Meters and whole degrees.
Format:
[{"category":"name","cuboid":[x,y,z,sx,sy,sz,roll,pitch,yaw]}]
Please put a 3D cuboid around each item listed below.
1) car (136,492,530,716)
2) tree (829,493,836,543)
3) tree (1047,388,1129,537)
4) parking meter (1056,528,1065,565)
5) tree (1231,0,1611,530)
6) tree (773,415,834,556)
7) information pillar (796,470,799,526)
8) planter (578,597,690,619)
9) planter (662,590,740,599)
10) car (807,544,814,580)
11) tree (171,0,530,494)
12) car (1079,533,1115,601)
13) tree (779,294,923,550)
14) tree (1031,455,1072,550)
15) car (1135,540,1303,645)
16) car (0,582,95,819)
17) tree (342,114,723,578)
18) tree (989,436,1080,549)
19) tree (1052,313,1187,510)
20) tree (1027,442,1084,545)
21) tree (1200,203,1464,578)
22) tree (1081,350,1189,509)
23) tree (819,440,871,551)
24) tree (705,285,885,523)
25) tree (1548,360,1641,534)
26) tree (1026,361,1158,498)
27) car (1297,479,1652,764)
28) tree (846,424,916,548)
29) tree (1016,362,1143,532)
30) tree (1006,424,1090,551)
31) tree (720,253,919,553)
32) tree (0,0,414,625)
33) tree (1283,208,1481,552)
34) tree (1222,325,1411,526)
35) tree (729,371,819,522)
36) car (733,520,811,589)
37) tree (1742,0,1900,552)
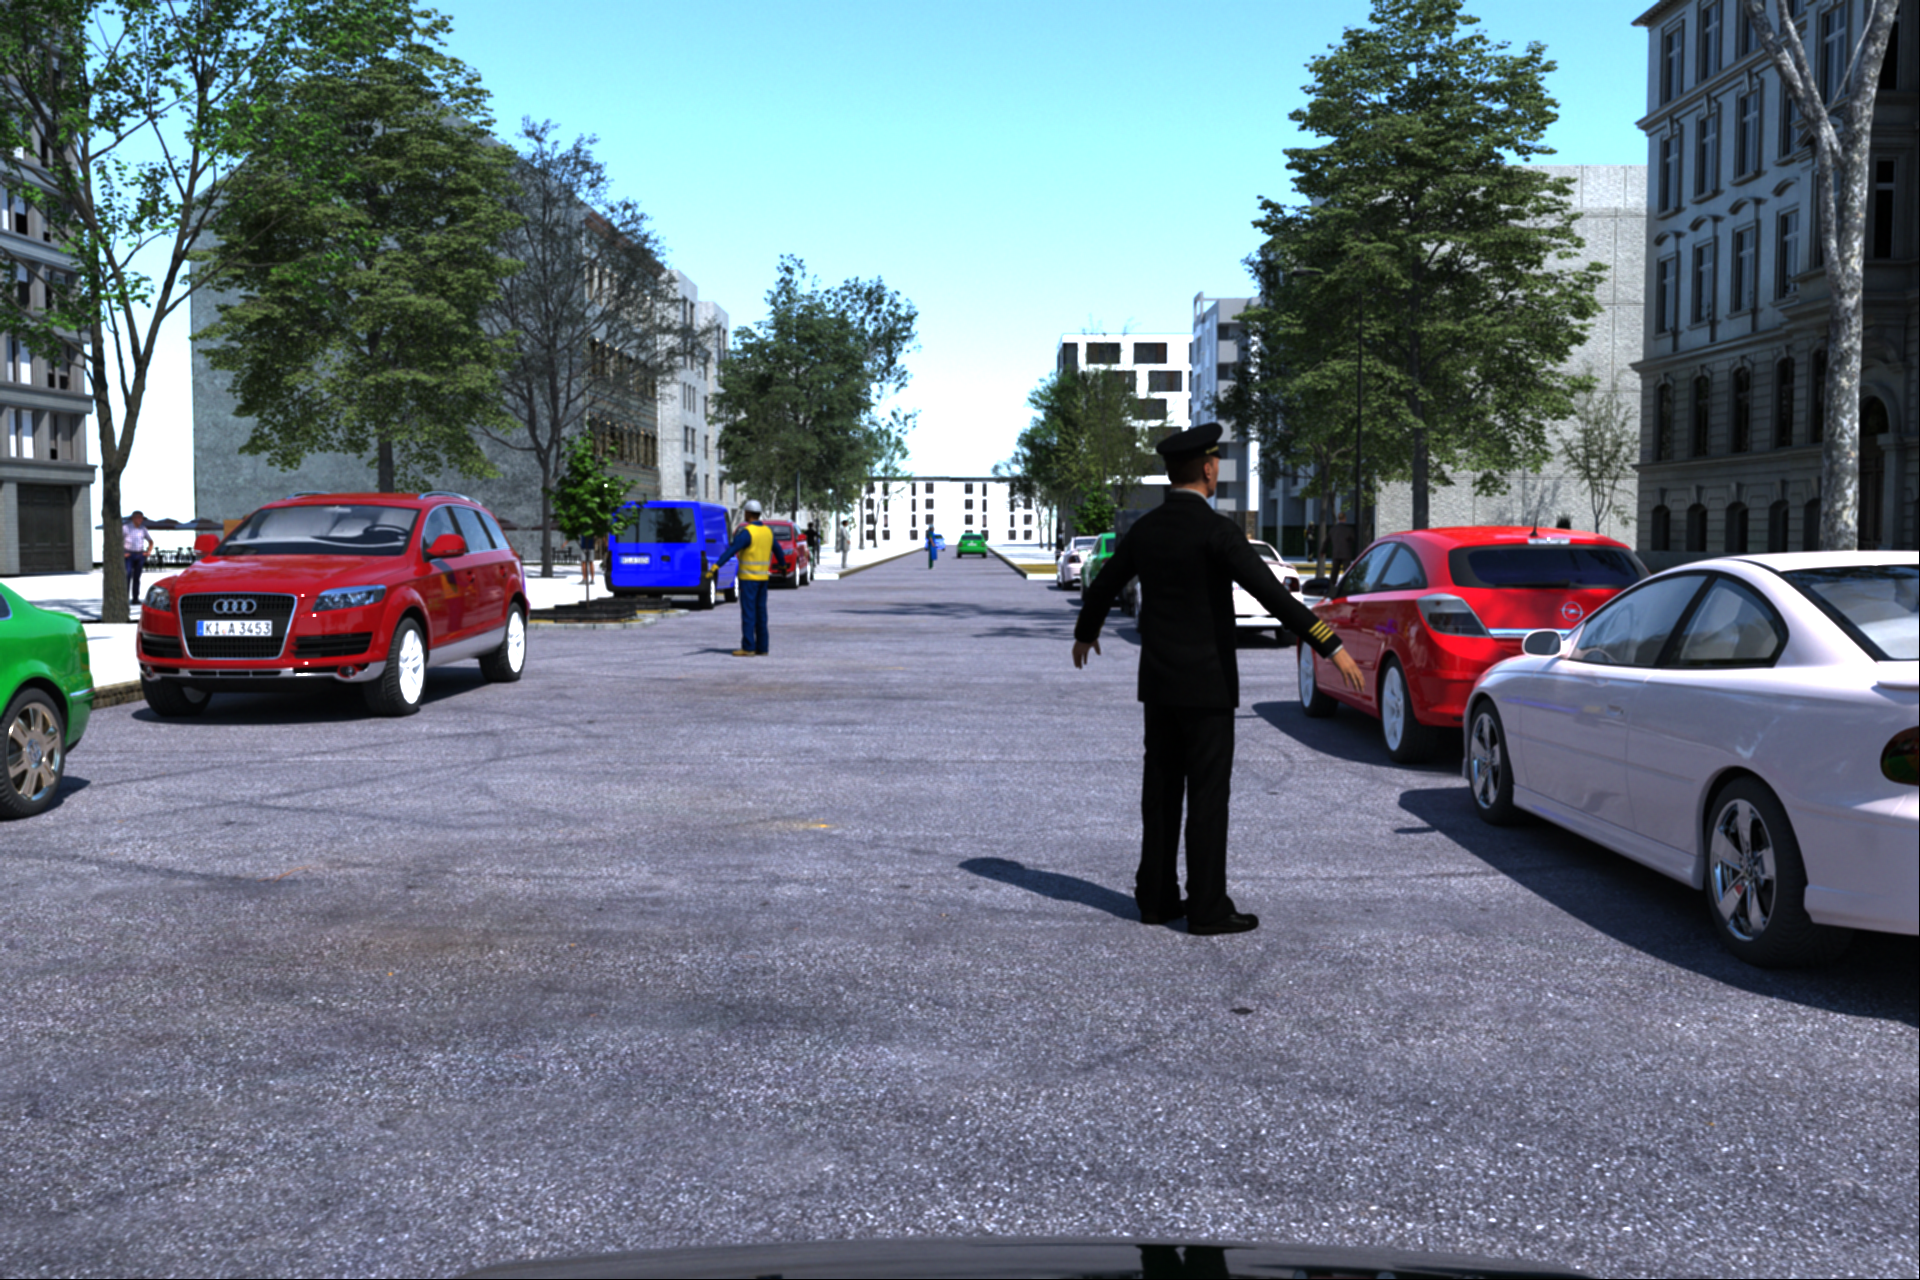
[{"category":"car","cuboid":[-5.313,-0.406,15.306,2.281,1.827,5.304,0,4,0]},{"category":"tree","cuboid":[-18.332,-18.235,248.505,4.360,8.622,3.978,0,3,0]},{"category":"tree","cuboid":[6.601,-8.265,85.499,4.737,8.622,4.395,0,3,0]},{"category":"parking meter","cuboid":[4.203,-3.931,72.690,0.372,1.533,0.369,0,3,0]},{"category":"tree","cuboid":[9.287,-7.210,36.016,7.486,12.596,7.792,0,3,0]},{"category":"tree","cuboid":[-8.393,-9.270,101.929,4.360,8.622,3.978,0,3,0]},{"category":"information pillar","cuboid":[-5.934,-4.400,63.302,0.183,3.616,0.504,0,3,0]},{"category":"planter","cuboid":[-5.793,-0.556,30.235,1.991,0.319,1.994,0,3,0]},{"category":"planter","cuboid":[-5.789,-1.102,39.150,1.991,0.319,1.994,0,4,1]},{"category":"car","cuboid":[-5.437,-2.469,52.174,2.131,1.459,4.920,0,4,0]},{"category":"tree","cuboid":[-12.324,-7.206,35.940,7.486,12.596,7.792,0,3,0]},{"category":"car","cuboid":[3.467,-1.644,35.672,1.959,1.807,4.718,0,3,0]},{"category":"tree","cuboid":[-9.019,-17.349,139.546,12.611,20.169,13.585,0,3,0]},{"category":"tree","cuboid":[7.113,-11.664,141.061,4.360,8.622,3.978,0,3,0]},{"category":"car","cuboid":[3.465,-0.692,23.677,2.083,1.381,4.827,0,4,1]},{"category":"car","cuboid":[-5.574,0.085,7.400,1.959,1.807,4.718,0,4,0]},{"category":"tree","cuboid":[-12.053,-8.563,50.367,12.009,13.543,11.850,0,3,0]},{"category":"tree","cuboid":[7.026,-13.313,152.081,8.767,10.594,7.601,-2,4,-28]},{"category":"tree","cuboid":[4.791,-6.614,58.497,4.360,8.622,3.978,0,3,0]},{"category":"tree","cuboid":[6.706,-9.851,111.430,4.360,8.622,3.978,0,3,0]},{"category":"tree","cuboid":[10.224,-6.904,47.297,7.601,10.594,8.767,-1,4,-13]},{"category":"tree","cuboid":[6.377,-7.251,68.919,4.360,8.622,3.978,0,3,0]},{"category":"tree","cuboid":[-8.378,-10.911,128.752,4.737,8.622,4.395,0,3,0]},{"category":"tree","cuboid":[-8.635,-11.257,90.713,9.857,13.997,8.962,0,3,0]},{"category":"tree","cuboid":[27.030,-7.511,73.166,4.360,8.622,3.978,0,3,0]},{"category":"tree","cuboid":[7.118,-9.761,94.000,7.601,10.594,8.767,-1,4,-16]},{"category":"car","cuboid":[3.594,-0.199,12.290,2.155,1.783,4.494,0,3,0]},{"category":"tree","cuboid":[-7.886,-14.410,161.357,9.928,11.665,9.643,0,3,0]},{"category":"tree","cuboid":[7.184,-10.888,103.777,9.928,11.665,9.643,0,3,0]},{"category":"tree","cuboid":[7.065,-12.005,130.700,7.601,10.594,8.767,-3,4,-38]},{"category":"tree","cuboid":[-9.433,-16.034,118.043,12.611,20.169,13.585,0,3,0]},{"category":"tree","cuboid":[-12.065,-6.054,24.744,9.928,11.665,9.643,0,3,0]},{"category":"tree","cuboid":[14.586,-8.702,60.407,7.486,12.596,7.792,0,3,0]},{"category":"tree","cuboid":[15.293,-8.352,70.964,8.767,10.594,7.601,-2,4,-32]},{"category":"tree","cuboid":[-8.854,-7.841,78.557,4.360,8.622,3.978,0,3,0]},{"category":"car","cuboid":[-5.217,-2.329,46.754,2.281,1.827,5.304,0,4,0]},{"category":"tree","cuboid":[9.392,-10.066,20.476,12.611,20.169,13.585,0,3,0]}]
